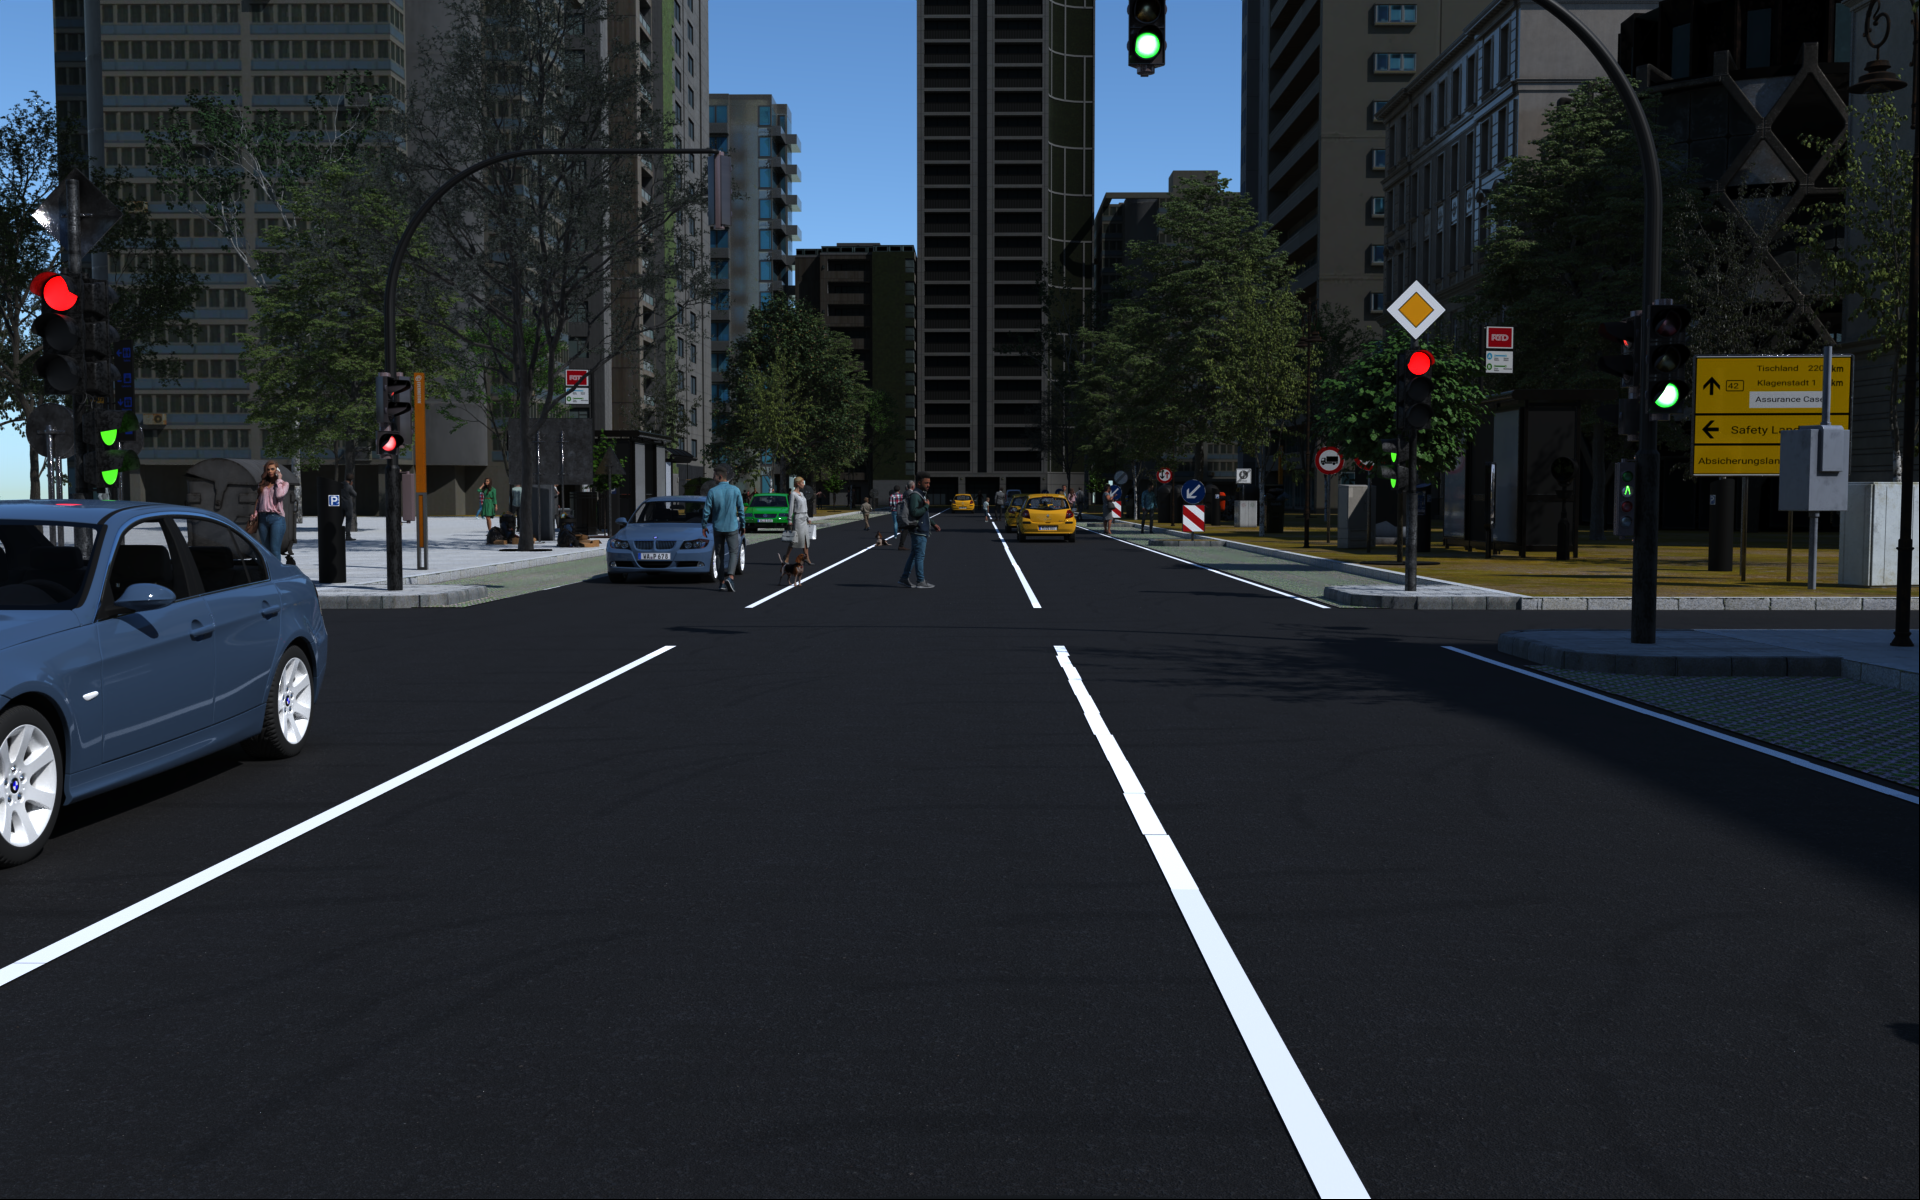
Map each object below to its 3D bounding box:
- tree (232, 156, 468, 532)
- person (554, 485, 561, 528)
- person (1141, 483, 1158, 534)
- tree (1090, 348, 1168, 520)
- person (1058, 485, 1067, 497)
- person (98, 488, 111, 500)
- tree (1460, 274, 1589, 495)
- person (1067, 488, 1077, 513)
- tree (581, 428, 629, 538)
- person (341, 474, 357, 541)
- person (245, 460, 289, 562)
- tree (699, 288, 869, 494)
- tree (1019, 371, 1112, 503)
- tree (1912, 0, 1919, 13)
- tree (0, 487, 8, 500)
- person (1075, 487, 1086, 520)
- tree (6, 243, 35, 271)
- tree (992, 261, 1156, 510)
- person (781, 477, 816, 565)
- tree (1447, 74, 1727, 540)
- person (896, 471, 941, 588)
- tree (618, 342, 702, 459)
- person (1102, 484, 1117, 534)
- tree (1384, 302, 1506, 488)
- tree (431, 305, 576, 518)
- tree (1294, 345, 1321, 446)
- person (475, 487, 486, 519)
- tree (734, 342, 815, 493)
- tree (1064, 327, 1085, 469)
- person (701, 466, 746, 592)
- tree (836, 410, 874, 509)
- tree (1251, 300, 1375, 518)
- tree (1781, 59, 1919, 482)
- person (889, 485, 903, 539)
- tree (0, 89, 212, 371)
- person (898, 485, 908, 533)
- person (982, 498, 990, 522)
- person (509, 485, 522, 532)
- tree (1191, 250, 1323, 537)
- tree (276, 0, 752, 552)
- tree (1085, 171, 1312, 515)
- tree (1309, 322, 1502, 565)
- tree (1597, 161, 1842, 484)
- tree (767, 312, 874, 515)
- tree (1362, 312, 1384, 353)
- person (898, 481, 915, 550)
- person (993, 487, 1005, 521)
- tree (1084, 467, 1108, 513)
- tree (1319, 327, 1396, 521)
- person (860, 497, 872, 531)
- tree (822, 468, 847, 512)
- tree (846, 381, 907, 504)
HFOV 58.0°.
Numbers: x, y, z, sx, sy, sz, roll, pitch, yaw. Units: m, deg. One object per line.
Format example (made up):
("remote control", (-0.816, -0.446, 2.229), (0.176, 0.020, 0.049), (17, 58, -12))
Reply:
("tree", (-20.342, -8.601, 58.755), (7.486, 12.596, 7.792), (0, 3, 0))
("person", (-15.150, -3.583, 64.584), (0.822, 1.834, 0.622), (-1, 4, -12))
("person", (6.820, -3.316, 62.583), (0.638, 1.841, 0.748), (-1, 4, -11))
("tree", (8.593, -8.253, 85.300), (4.360, 8.622, 3.978), (0, 3, 0))
("person", (4.390, -4.062, 74.831), (0.836, 1.842, 0.656), (0, 4, 3))
("person", (-30.627, -3.422, 62.098), (0.391, 1.810, 0.635), (-1, 4, -13))
("tree", (18.725, -6.488, 56.436), (4.360, 8.622, 3.978), (0, 3, 0))
("person", (5.845, -5.075, 92.067), (0.643, 1.750, 0.593), (2, 4, 33))
("tree", (-10.522, -3.424, 50.581), (1.663, 3.219, 1.824), (0, 3, 0))
("person", (-16.953, -2.567, 47.812), (0.655, 1.846, 0.447), (1, 4, 13))
("person", (-9.599, -1.070, 24.125), (0.593, 1.750, 0.643), (0, 4, 5))
("tree", (-9.797, -10.984, 96.596), (9.611, 12.733, 9.660), (0, 3, 0))
("tree", (10.659, -15.885, 170.089), (12.009, 13.543, 11.850), (0, 3, 0))
("tree", (7.957, -3.646, 9.968), (4.737, 8.622, 4.395), (0, 3, 0))
("tree", (-52.149, -10.752, 77.613), (13.155, 14.587, 18.604), (-1, 4, -9))
("person", (6.545, -5.228, 94.085), (0.679, 1.850, 0.850), (3, 4, 37))
("tree", (-26.399, -5.902, 46.868), (4.360, 8.622, 3.978), (0, 3, 0))
("tree", (8.999, -17.508, 142.151), (12.611, 20.169, 13.585), (0, 3, 0))
("person", (-3.264, -1.595, 34.931), (0.624, 1.780, 0.694), (3, 4, 38))
("tree", (17.324, -7.931, 47.802), (7.486, 12.596, 7.792), (0, 3, 0))
("person", (-0.624, -1.072, 26.379), (0.721, 1.781, 0.623), (-1, 4, -8))
("tree", (-14.312, -8.112, 83.000), (4.360, 8.622, 3.978), (0, 3, 0))
("person", (5.324, -3.207, 61.290), (0.532, 1.782, 0.716), (0, 4, -6))
("tree", (18.343, -6.953, 64.046), (4.737, 8.622, 4.395), (0, 3, 0))
("tree", (-24.308, -10.236, 93.113), (9.928, 11.665, 9.643), (0, 3, 0))
("tree", (17.427, -8.014, 81.389), (4.360, 8.622, 3.978), (0, 3, 0))
("person", (-24.389, -4.983, 88.347), (0.643, 1.720, 0.563), (0, 4, 1))
("tree", (-9.208, -8.214, 84.658), (4.737, 8.622, 4.395), (0, 3, 0))
("tree", (9.803, -11.321, 103.226), (7.486, 12.596, 7.792), (0, 3, 0))
("person", (-3.516, -1.057, 25.643), (0.638, 1.841, 0.748), (0, 4, 1))
("tree", (-9.171, -11.902, 144.955), (4.360, 8.622, 3.978), (0, 3, 0))
("tree", (18.889, -10.304, 94.233), (9.928, 11.665, 9.643), (0, 3, 0))
("tree", (16.467, -4.857, 29.767), (4.737, 8.622, 4.395), (0, 3, 0))
("person", (-1.983, -2.813, 55.336), (0.563, 1.720, 0.643), (-1, 4, -12))
("tree", (-20.895, -6.419, 39.361), (8.767, 10.594, 7.601), (0, 4, 6))
("person", (-1.857, -3.344, 63.569), (0.834, 1.777, 0.661), (1, 4, 8))
("person", (1.337, -4.618, 88.685), (0.352, 1.250, 0.332), (-1, 4, -11))
("person", (-14.850, -3.178, 58.495), (0.782, 1.767, 0.515), (-3, 4, -37))
("tree", (9.050, -6.207, 51.854), (4.737, 8.622, 4.395), (0, 3, 0))
("tree", (-9.604, -7.839, 38.538), (12.009, 13.543, 11.850), (0, 3, 0))
("tree", (8.927, -8.765, 61.442), (7.486, 12.596, 7.792), (0, 3, 0))
("tree", (8.164, -2.933, 31.669), (4.285, 4.588, 4.351), (0, 3, 0))
("tree", (17.591, -5.454, 39.539), (4.360, 8.622, 3.978), (0, 3, 0))
("tree", (-9.107, -11.652, 108.641), (7.486, 12.596, 7.792), (0, 3, 0))
("tree", (18.120, -7.326, 70.149), (4.737, 8.622, 4.395), (0, 3, 0))
("person", (-1.224, -2.164, 44.272), (0.834, 1.777, 0.661), (-2, 4, -32))
("person", (2.094, -5.164, 93.111), (0.592, 1.802, 0.473), (0, 4, -3))
("tree", (9.066, -7.544, 117.946), (1.663, 3.219, 1.824), (0, 3, 0))
("tree", (18.472, -7.650, 75.441), (4.360, 8.622, 3.978), (0, 3, 0))
("person", (-3.689, -3.373, 67.928), (0.475, 1.303, 0.640), (-2, 4, -32))
("tree", (-9.133, -7.979, 125.056), (1.663, 3.219, 1.824), (0, 3, 0))
("tree", (-8.378, -14.259, 158.887), (9.928, 11.665, 9.643), (0, 3, 0))
